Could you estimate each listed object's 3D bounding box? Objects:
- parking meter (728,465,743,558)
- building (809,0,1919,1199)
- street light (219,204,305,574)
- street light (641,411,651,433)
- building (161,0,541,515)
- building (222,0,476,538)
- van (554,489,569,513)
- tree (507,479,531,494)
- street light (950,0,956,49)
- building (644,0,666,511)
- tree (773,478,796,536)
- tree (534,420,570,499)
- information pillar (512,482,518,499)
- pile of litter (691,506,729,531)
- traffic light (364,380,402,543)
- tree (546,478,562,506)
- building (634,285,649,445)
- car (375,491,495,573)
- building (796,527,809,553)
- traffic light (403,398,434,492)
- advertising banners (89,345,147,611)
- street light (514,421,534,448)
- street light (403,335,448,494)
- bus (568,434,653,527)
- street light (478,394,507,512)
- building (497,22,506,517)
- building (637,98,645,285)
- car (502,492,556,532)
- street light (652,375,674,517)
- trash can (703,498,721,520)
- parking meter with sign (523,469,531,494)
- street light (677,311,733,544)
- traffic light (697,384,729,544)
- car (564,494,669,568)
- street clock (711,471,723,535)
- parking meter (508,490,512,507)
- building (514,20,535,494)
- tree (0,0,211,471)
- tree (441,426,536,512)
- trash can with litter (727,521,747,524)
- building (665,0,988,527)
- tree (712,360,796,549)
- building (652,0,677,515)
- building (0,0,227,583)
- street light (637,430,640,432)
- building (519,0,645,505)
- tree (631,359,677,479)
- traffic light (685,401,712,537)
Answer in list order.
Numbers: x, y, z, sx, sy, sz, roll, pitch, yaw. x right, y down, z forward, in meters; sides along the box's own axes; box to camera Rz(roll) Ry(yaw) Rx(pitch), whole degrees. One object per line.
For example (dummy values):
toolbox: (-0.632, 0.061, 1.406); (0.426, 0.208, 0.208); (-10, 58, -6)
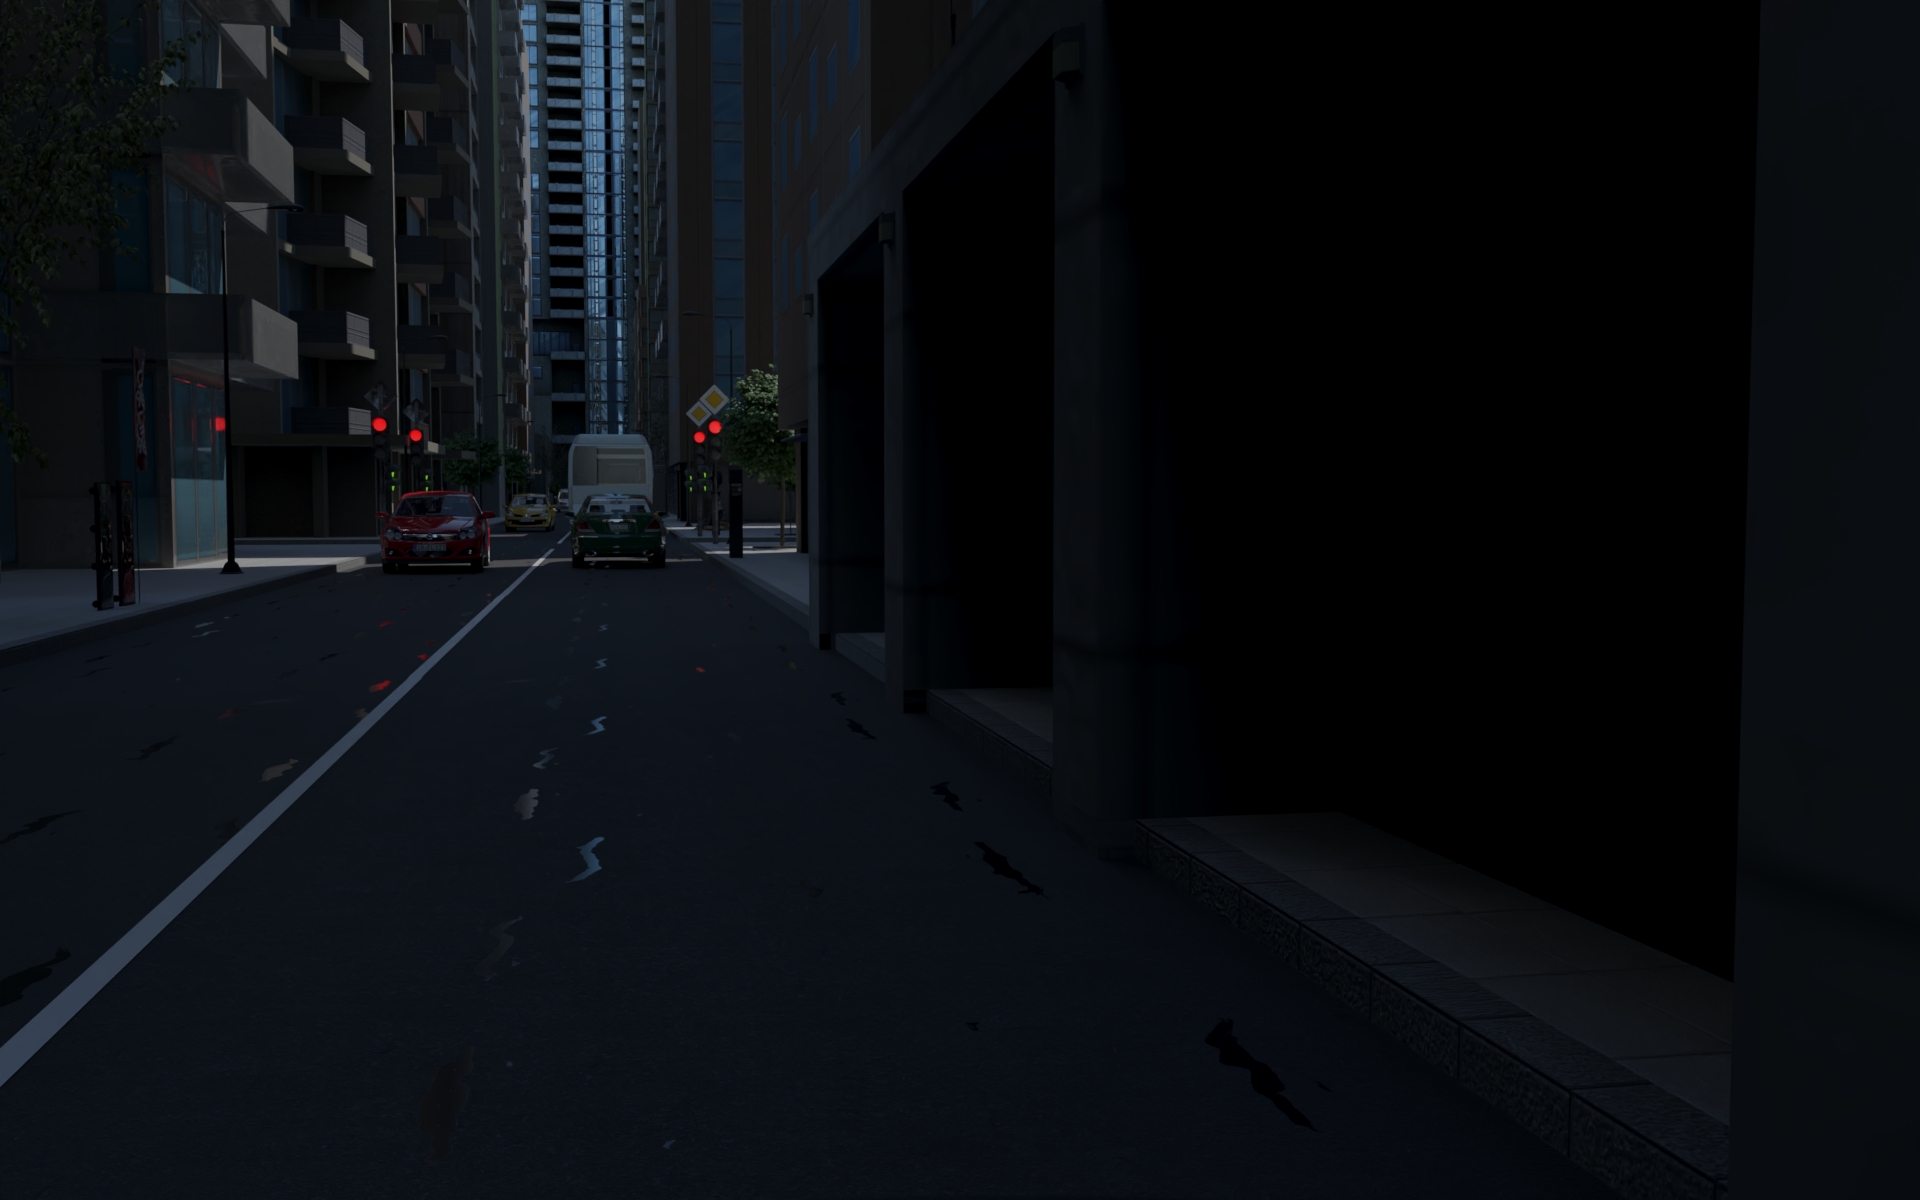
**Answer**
parking meter: (-4.494, -1.774, 34.710); (0.255, 1.863, 0.399); (-1, 4, -12)
building: (10.578, -34.752, 6.448); (20.563, 71.187, 20.611); (-1, 4, -11)
street light: (-11.186, -3.379, 27.781); (1.470, 5.913, 1.316); (-1, 4, -11)
street light: (-16.985, -7.606, 96.902); (1.470, 5.913, 1.316); (-1, 4, -11)
building: (-45.860, -31.607, 136.382); (23.786, 49.044, 30.456); (-1, 4, -11)
building: (-29.410, -24.854, 60.992); (22.147, 44.769, 28.867); (-1, 4, -11)
van: (-30.395, -7.783, 134.258); (2.013, 2.044, 4.112); (-1, 4, -12)
tree: (-29.123, -7.301, 113.978); (1.663, 3.219, 1.824); (0, 3, 0)
street light: (-0.594, -2.608, 15.181); (1.470, 5.913, 1.316); (-1, 4, -11)
building: (-17.739, -27.741, 137.164); (14.154, 41.232, 14.086); (-1, 4, -11)
tree: (-5.351, -3.624, 53.855); (1.663, 3.219, 1.824); (0, 3, 0)
tree: (-41.139, -13.681, 174.041); (4.360, 8.622, 3.978); (0, 3, 0)
information pillar: (-26.347, -6.002, 102.623); (0.304, 2.012, 0.304); (0, 4, -3)
pile of litter: (-8.596, -2.879, 61.030); (1.719, 0.858, 1.176); (2, 4, 24)
traffic light: (-14.243, -3.292, 42.737); (0.839, 4.253, 0.868); (-1, 4, -11)
tree: (-45.498, -12.321, 196.044); (1.663, 3.219, 1.824); (0, 3, 0)
building: (-15.822, -19.272, 160.134); (27.650, 21.520, 28.899); (-1, 4, -11)
car: (-9.917, -1.458, 32.887); (2.155, 1.783, 4.494); (-1, 4, -13)
building: (4.108, -23.345, 31.805); (14.600, 45.320, 14.200); (-1, 4, -11)
traffic light: (-15.819, -3.770, 50.566); (0.839, 4.253, 0.868); (-1, 4, -11)
advertising banners: (-9.609, -1.448, 19.869); (0.090, 3.025, 2.074); (-1, 4, -9)
street light: (-27.612, -8.379, 109.533); (1.470, 5.913, 1.316); (-1, 4, -11)
street light: (-15.678, -4.782, 50.727); (1.470, 5.913, 1.316); (-1, 4, -11)
bus: (-11.995, -3.972, 59.796); (2.948, 3.499, 13.247); (-1, 4, -11)
street light: (-21.684, -6.588, 80.262); (1.470, 5.913, 1.316); (-1, 4, -11)
building: (-31.772, -24.895, 90.635); (14.154, 41.232, 14.086); (-1, 4, -11)
building: (-28.734, -33.248, 193.709); (14.600, 45.320, 14.200); (-1, 4, -11)
car: (-16.530, -3.451, 66.643); (2.015, 1.641, 3.980); (-1, 4, -10)
street light: (-11.168, -5.820, 67.699); (1.470, 5.913, 1.316); (-1, 4, -11)
trash can: (-9.654, -3.419, 67.547); (0.748, 1.137, 0.748); (0, 3, 0)
parking meter with sign: (-30.206, -7.558, 119.830); (0.543, 3.016, 1.738); (-2, 4, -30)
street light: (-6.382, -4.390, 44.317); (1.470, 5.913, 1.316); (-1, 4, -11)
traffic light: (-6.294, -3.390, 44.347); (0.839, 4.253, 0.868); (-1, 4, -11)
car: (-6.981, -1.435, 35.268); (2.131, 1.459, 4.920); (-1, 4, -12)
street clock: (-7.585, -3.011, 53.803); (0.358, 2.002, 0.471); (-3, 5, -39)
parking meter: (-29.871, -6.709, 115.409); (0.399, 1.863, 0.255); (1, 4, 19)
building: (-46.938, -31.173, 159.786); (14.600, 45.320, 14.200); (-1, 4, -11)
tree: (-9.620, -4.041, 16.426); (4.737, 8.622, 4.395); (0, 3, 0)
tree: (-23.474, -6.083, 83.165); (4.285, 4.588, 4.351); (0, 3, 0)
trash can with litter: (-10.049, -3.859, 74.157); (2.233, 1.210, 1.678); (-1, 4, -22)
building: (-6.758, -26.423, 82.123); (14.600, 45.320, 14.200); (-1, 4, -11)
tree: (-4.214, -3.513, 41.156); (4.285, 4.588, 4.351); (0, 3, 0)
building: (-8.469, -30.149, 112.542); (23.786, 49.044, 30.456); (-1, 4, -11)
building: (-27.289, -24.848, 25.871); (30.456, 49.044, 23.786); (-1, 4, -11)
street light: (-22.831, -9.375, 125.825); (1.470, 5.913, 1.316); (-1, 4, -11)
building: (-45.931, -55.231, 215.695); (31.000, 86.520, 22.319); (-1, 4, -11)
tree: (-15.248, -8.715, 92.851); (4.360, 8.622, 3.978); (0, 3, 0)
traffic light: (-7.870, -3.869, 52.176); (0.839, 4.253, 0.868); (-1, 4, -11)
